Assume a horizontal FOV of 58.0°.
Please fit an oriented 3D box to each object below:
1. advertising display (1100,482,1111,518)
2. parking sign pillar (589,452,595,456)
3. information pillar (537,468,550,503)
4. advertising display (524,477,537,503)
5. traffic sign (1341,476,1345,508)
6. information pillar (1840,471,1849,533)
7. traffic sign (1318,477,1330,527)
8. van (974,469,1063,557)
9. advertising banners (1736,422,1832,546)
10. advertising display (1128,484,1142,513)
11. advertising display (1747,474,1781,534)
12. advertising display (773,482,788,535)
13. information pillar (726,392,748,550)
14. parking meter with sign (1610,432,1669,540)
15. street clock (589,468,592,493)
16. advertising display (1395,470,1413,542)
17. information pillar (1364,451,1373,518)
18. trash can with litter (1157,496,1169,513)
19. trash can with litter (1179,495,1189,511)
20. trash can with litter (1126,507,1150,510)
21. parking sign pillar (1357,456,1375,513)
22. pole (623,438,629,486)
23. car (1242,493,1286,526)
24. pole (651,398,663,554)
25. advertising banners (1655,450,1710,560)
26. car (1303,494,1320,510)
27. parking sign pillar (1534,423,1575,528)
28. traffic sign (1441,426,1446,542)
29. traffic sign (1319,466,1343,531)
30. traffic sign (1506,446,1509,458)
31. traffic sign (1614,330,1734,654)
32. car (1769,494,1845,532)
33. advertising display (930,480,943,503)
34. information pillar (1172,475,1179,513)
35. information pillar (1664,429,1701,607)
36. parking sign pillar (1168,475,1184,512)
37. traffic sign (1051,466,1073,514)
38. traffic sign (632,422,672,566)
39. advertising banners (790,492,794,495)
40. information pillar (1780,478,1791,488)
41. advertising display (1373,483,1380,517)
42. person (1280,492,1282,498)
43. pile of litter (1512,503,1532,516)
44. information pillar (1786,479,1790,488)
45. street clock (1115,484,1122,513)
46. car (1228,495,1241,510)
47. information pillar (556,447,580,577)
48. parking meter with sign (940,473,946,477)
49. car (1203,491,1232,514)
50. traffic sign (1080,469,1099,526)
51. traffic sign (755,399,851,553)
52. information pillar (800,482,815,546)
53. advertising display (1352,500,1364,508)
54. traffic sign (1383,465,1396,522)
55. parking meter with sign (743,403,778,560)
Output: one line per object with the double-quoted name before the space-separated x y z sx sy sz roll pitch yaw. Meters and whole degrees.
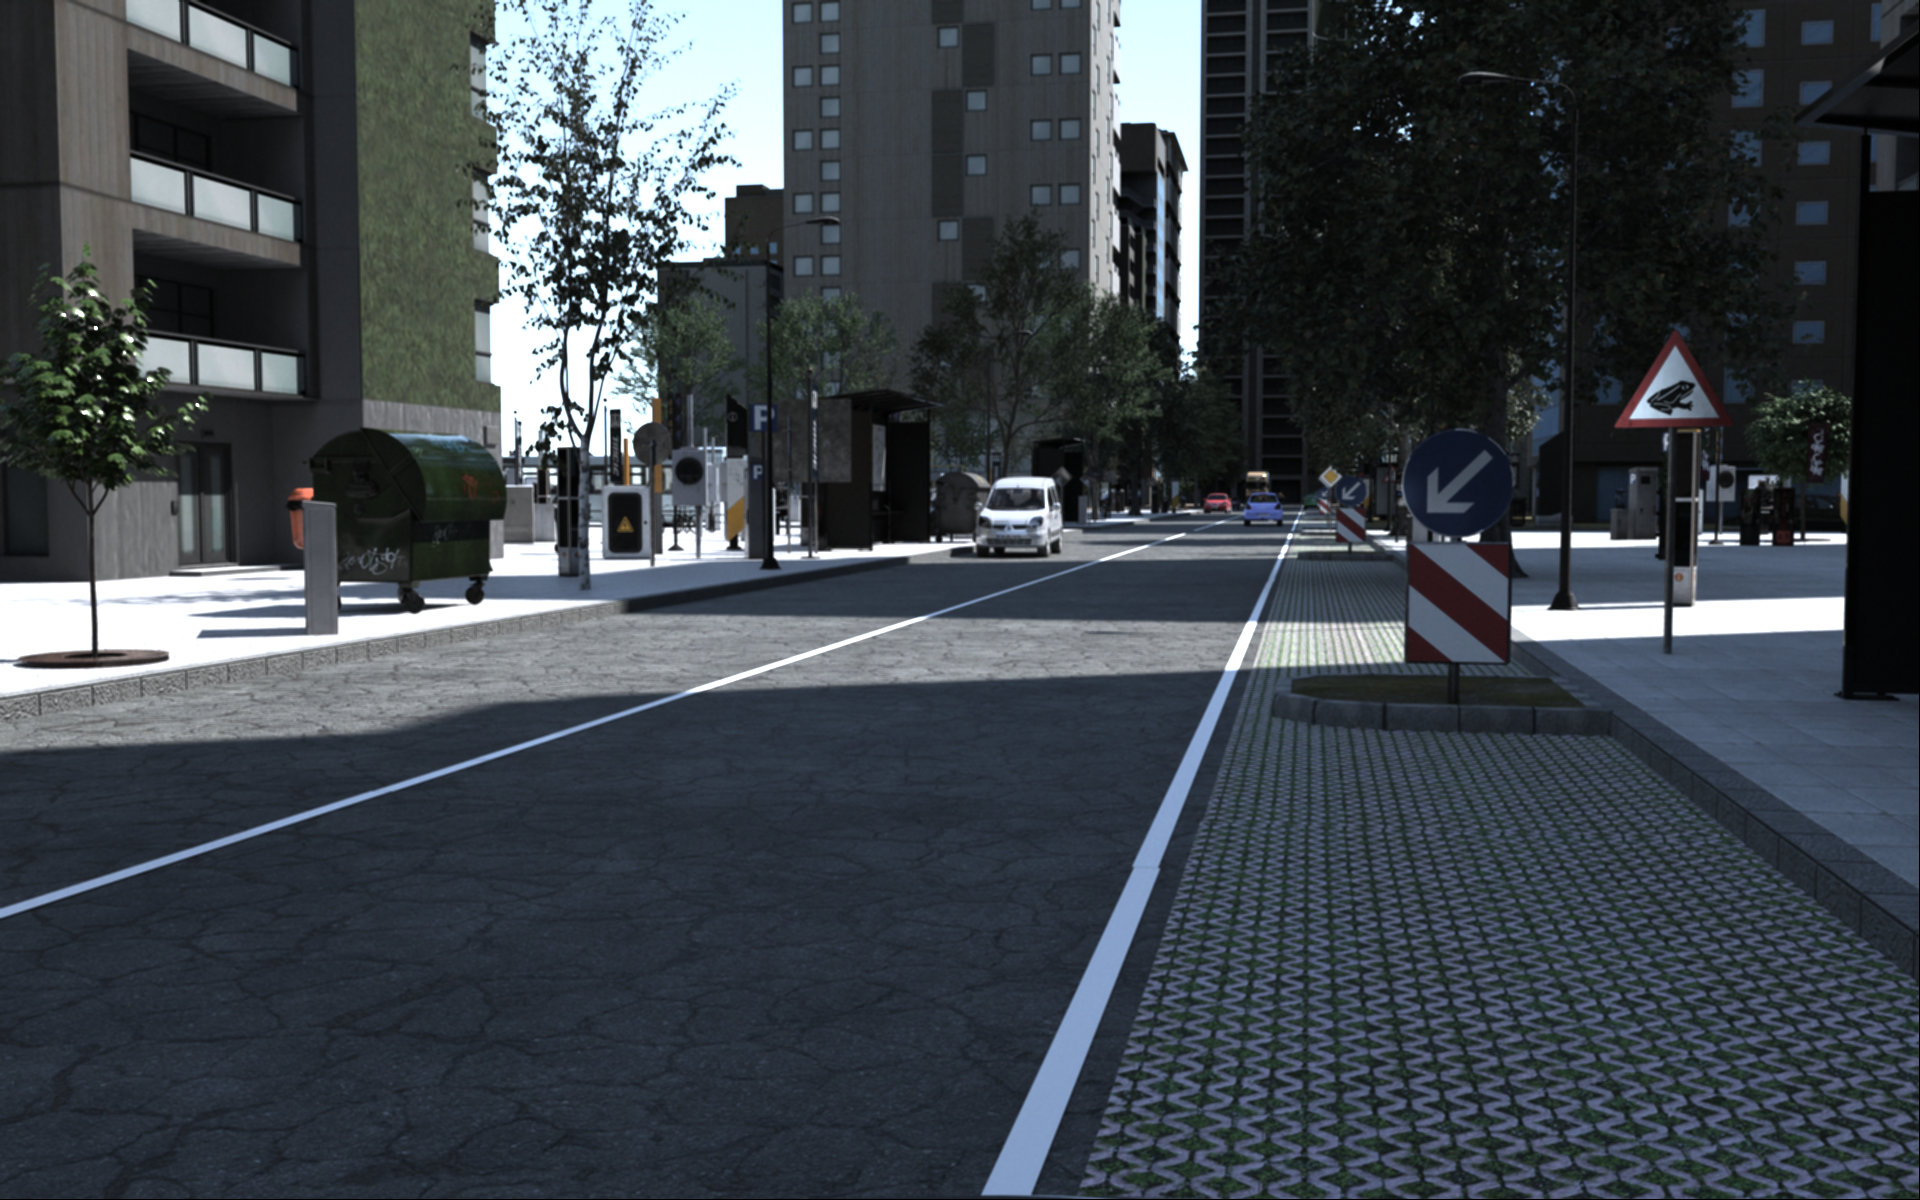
"advertising display" 7.738 -5.329 92.343 0.123 1.923 0.974 -2 4 -26
"parking sign pillar" -22.005 -7.129 105.039 1.447 3.967 1.447 -1 4 -12
"information pillar" -11.958 -2.769 49.763 0.304 2.012 0.304 0 4 1
"advertising display" -16.040 -3.702 65.740 0.974 1.923 0.123 0 4 4
"traffic sign" 27.236 -7.494 122.630 0.768 2.556 0.104 1 4 16
"information pillar" 29.133 -4.007 56.877 0.183 3.616 0.504 0 4 -7
"traffic sign" 14.415 -3.926 67.836 0.795 2.450 0.064 1 4 11
"van" 1.424 -2.058 40.666 2.013 2.044 4.112 1 4 9
"advertising banners" 20.338 -2.850 42.781 2.074 3.025 0.090 2 4 30
"advertising display" 11.017 -6.368 109.326 0.974 1.923 0.123 -2 4 -28
"advertising display" 25.508 -3.045 55.007 0.974 1.923 0.123 2 4 25
"advertising display" -5.845 -3.002 54.295 0.974 1.923 0.123 -1 4 -21
"information pillar" -5.148 -2.973 39.956 0.504 3.616 0.183 0 4 -2
"parking meter with sign" 19.233 -3.214 48.808 1.738 3.016 0.543 -1 4 -13
"street clock" -9.423 -2.370 43.327 0.358 2.002 0.471 1 4 21
"advertising display" 12.063 -2.498 46.050 0.974 1.923 0.123 1 4 9
"information pillar" 22.232 -6.305 94.446 0.504 3.616 0.183 0 4 7
"trash can with litter" 13.675 -6.518 117.954 1.055 1.170 0.624 2 4 26
"trash can with litter" 17.486 -7.552 134.861 0.624 1.170 1.055 -1 4 -22
"trash can with litter" 14.879 -8.080 143.169 2.233 1.210 1.678 2 4 24
"parking sign pillar" 28.079 -8.016 119.532 1.447 3.967 1.447 1 4 20
"pole" -12.116 -4.226 62.932 0.158 3.312 0.155 0 3 0
"car" 13.735 -4.203 78.308 1.945 1.707 3.694 1 4 11
"pole" -6.449 -2.631 36.864 0.158 3.312 0.155 0 3 0
"advertising banners" 14.353 -2.327 34.234 2.074 3.025 0.090 -3 5 -39
"car" 32.244 -9.113 157.799 1.959 1.807 4.718 1 4 13
"parking sign pillar" 22.714 -4.749 66.114 1.447 3.967 1.447 0 4 1
"traffic sign" 9.326 -2.043 33.399 0.884 2.594 0.081 1 4 20
"traffic sign" 12.840 -3.447 60.007 0.795 2.450 0.064 1 4 11
"traffic sign" 12.262 -2.438 39.969 0.768 2.556 0.104 1 4 19
"traffic sign" 5.686 -0.847 13.846 0.884 2.594 0.081 1 4 17
"car" 30.144 -3.110 60.638 4.222 1.686 2.009 1 4 13
"advertising display" -1.116 -4.645 81.153 0.123 1.923 0.974 -2 4 -34
"information pillar" 14.268 -7.547 114.741 0.504 3.616 0.183 1 4 23
"information pillar" 8.255 -0.936 19.792 0.304 2.012 0.304 2 4 31
"parking sign pillar" 15.835 -8.532 127.976 1.447 3.967 1.447 1 4 14
"traffic sign" 3.634 -3.562 61.873 0.795 2.450 0.064 1 4 11
"traffic sign" -5.456 -1.868 30.650 0.768 2.556 0.104 1 4 16
"advertising banners" -13.433 -8.406 133.620 0.090 3.025 2.074 2 4 35
"information pillar" 33.188 -3.986 69.668 0.304 2.012 0.304 -1 4 -18
"advertising display" 23.716 -5.668 97.889 0.974 1.923 0.123 -3 4 -37
"person" 40.274 -12.801 217.757 0.705 1.831 1.348 0 4 3
"pile of litter" 32.450 -5.246 99.744 1.719 0.858 1.176 3 4 36
"information pillar" 30.452 -4.422 63.662 0.183 3.616 0.504 1 4 21
"street clock" 11.004 -7.093 120.541 0.471 2.002 0.358 0 4 -1
"car" 24.604 -8.854 157.345 1.945 1.354 3.894 1 4 11
"information pillar" -6.054 -1.374 26.954 0.304 2.012 0.304 3 5 40
"parking meter with sign" -0.824 -9.028 143.874 0.543 3.016 1.738 3 5 44
"car" 19.167 -7.325 128.804 2.155 1.783 4.494 1 4 13
"traffic sign" 5.209 -4.040 69.702 0.795 2.450 0.064 1 4 11
"traffic sign" -3.402 -2.661 37.380 2.265 3.308 0.079 1 4 20
"information pillar" -3.777 -2.353 42.957 0.304 2.012 0.304 1 4 12
"advertising display" 19.854 -4.967 86.426 0.123 1.923 0.974 3 5 43
"traffic sign" 19.518 -4.782 78.195 0.884 2.594 0.081 1 4 20
"parking meter with sign" -3.997 -2.321 34.207 0.543 3.016 1.738 -1 4 -15
